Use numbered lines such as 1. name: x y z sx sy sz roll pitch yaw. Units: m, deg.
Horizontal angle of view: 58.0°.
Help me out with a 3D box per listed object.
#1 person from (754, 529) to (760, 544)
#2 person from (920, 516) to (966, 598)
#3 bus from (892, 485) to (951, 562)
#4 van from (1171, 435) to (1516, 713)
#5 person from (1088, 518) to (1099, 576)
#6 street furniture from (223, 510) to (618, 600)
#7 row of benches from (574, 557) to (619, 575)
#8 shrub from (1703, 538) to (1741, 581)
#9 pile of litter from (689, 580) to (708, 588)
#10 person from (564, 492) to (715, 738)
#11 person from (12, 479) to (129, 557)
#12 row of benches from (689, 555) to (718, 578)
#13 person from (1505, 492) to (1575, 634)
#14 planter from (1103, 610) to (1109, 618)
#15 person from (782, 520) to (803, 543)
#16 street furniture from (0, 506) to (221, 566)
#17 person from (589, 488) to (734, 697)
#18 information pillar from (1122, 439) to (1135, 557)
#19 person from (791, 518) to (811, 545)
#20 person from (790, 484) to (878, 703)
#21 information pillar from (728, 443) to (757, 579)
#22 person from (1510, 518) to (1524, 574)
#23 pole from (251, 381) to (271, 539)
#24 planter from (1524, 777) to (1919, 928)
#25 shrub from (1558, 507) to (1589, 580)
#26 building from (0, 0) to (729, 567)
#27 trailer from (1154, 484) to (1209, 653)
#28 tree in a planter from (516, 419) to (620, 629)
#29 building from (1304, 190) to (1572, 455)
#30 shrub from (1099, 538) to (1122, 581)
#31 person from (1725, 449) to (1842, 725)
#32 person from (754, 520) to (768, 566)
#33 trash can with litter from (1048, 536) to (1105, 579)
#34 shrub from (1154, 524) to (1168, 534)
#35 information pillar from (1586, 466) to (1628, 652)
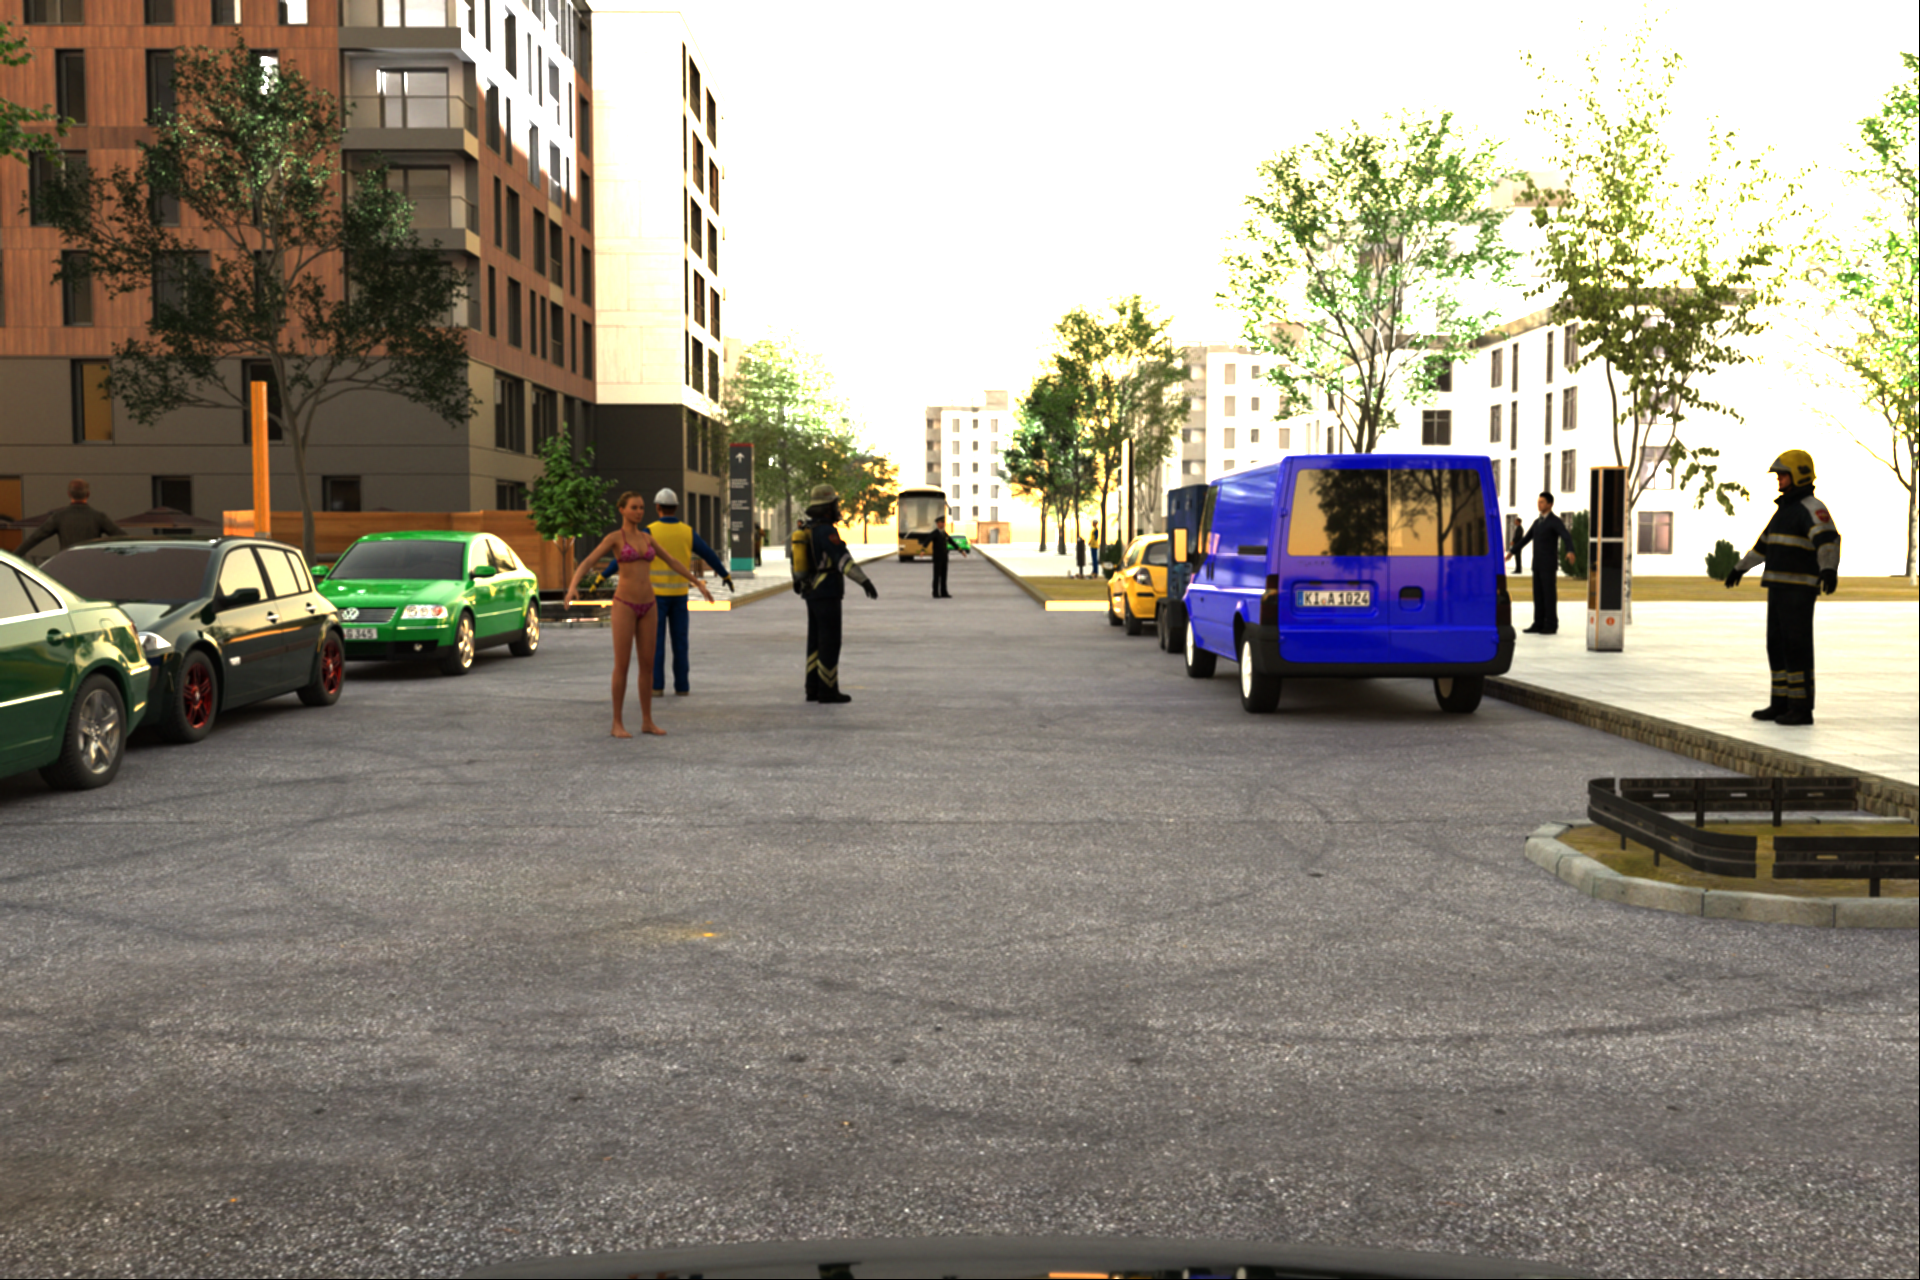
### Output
1. person: -7.776 -3.548 64.132 0.705 1.813 1.348 2 4 29
2. person: -0.420 -1.867 38.911 1.347 1.837 0.705 -3 5 -42
3. bus: -1.942 -6.098 91.241 2.896 3.916 12.252 0 4 -1
4. van: 3.214 -0.682 15.537 2.240 2.365 5.245 0 4 -1
5. person: 4.066 -2.864 53.290 0.721 1.772 1.216 0 4 -3
6. street furniture: -10.494 -1.752 35.495 9.812 1.723 11.010 -3 5 -40
7. row of benches: -10.668 -1.890 46.357 4.104 0.672 1.422 -1 4 -9
8. shrub: 21.027 -2.241 47.760 1.383 1.207 1.383 0 3 0
9. pile of litter: -6.718 -1.722 42.112 1.176 0.858 1.719 0 4 -1
10. person: -2.271 -0.184 12.267 1.217 1.733 0.721 -3 5 -43
11. person: -8.432 -0.639 16.624 1.348 1.807 0.705 -2 4 -23
12. row of benches: -8.158 -2.121 50.134 1.422 0.672 4.104 1 4 16
13. person: 7.510 -0.995 22.311 0.704 1.823 1.345 -1 4 -19
14. planter: 3.506 -0.551 30.145 1.991 0.319 1.994 0 4 1
15. person: -5.911 -3.527 63.861 1.347 1.806 0.705 1 4 12
16. street furniture: -32.312 -2.052 38.575 27.439 1.986 14.083 0 4 2
17. person: -2.607 -0.424 15.364 1.349 1.833 0.705 -2 4 -30
18. information pillar: 4.215 -3.188 43.437 0.184 3.620 1.656 0 4 1
19. person: -5.236 -3.316 60.077 1.347 1.847 0.705 -3 4 -36
20. person: -1.138 -0.401 14.788 0.705 1.856 1.354 -2 4 -33
21. information pillar: -6.257 -3.693 49.764 0.750 3.857 0.750 0 4 0
22. person: 18.125 -3.064 56.318 0.704 1.802 1.346 2 4 28
23. pole: -9.369 -1.798 23.239 0.158 3.312 0.155 0 3 0
24. planter: 3.494 0.847 7.286 1.991 0.319 1.994 0 4 1
25. shrub: 17.461 -2.688 48.376 1.690 2.028 1.600 0 3 0
26. building: -24.829 -13.566 65.776 27.936 21.610 32.646 0 4 0
27. trailer: 3.187 -0.906 21.870 1.471 1.999 3.904 0 4 0
28. tree in a planter: -6.217 -1.830 27.139 1.991 3.239 1.994 0 3 0
29. building: 25.616 -15.012 101.873 16.016 20.090 11.380 0 4 0
30. shrub: 4.234 -2.160 46.429 1.383 1.207 1.383 0 3 0
31. person: 5.620 -0.366 11.754 0.704 1.858 1.351 0 4 -2
32. person: -8.126 -3.870 69.038 1.354 1.858 0.705 2 4 35
33. trash can with litter: 3.420 -2.383 50.012 1.678 1.210 2.233 0 4 0
34. shrub: 6.462 -2.798 49.781 1.661 2.075 1.752 0 3 0
35. information pillar: 7.051 -0.880 18.883 0.304 2.012 0.304 0 4 -1
